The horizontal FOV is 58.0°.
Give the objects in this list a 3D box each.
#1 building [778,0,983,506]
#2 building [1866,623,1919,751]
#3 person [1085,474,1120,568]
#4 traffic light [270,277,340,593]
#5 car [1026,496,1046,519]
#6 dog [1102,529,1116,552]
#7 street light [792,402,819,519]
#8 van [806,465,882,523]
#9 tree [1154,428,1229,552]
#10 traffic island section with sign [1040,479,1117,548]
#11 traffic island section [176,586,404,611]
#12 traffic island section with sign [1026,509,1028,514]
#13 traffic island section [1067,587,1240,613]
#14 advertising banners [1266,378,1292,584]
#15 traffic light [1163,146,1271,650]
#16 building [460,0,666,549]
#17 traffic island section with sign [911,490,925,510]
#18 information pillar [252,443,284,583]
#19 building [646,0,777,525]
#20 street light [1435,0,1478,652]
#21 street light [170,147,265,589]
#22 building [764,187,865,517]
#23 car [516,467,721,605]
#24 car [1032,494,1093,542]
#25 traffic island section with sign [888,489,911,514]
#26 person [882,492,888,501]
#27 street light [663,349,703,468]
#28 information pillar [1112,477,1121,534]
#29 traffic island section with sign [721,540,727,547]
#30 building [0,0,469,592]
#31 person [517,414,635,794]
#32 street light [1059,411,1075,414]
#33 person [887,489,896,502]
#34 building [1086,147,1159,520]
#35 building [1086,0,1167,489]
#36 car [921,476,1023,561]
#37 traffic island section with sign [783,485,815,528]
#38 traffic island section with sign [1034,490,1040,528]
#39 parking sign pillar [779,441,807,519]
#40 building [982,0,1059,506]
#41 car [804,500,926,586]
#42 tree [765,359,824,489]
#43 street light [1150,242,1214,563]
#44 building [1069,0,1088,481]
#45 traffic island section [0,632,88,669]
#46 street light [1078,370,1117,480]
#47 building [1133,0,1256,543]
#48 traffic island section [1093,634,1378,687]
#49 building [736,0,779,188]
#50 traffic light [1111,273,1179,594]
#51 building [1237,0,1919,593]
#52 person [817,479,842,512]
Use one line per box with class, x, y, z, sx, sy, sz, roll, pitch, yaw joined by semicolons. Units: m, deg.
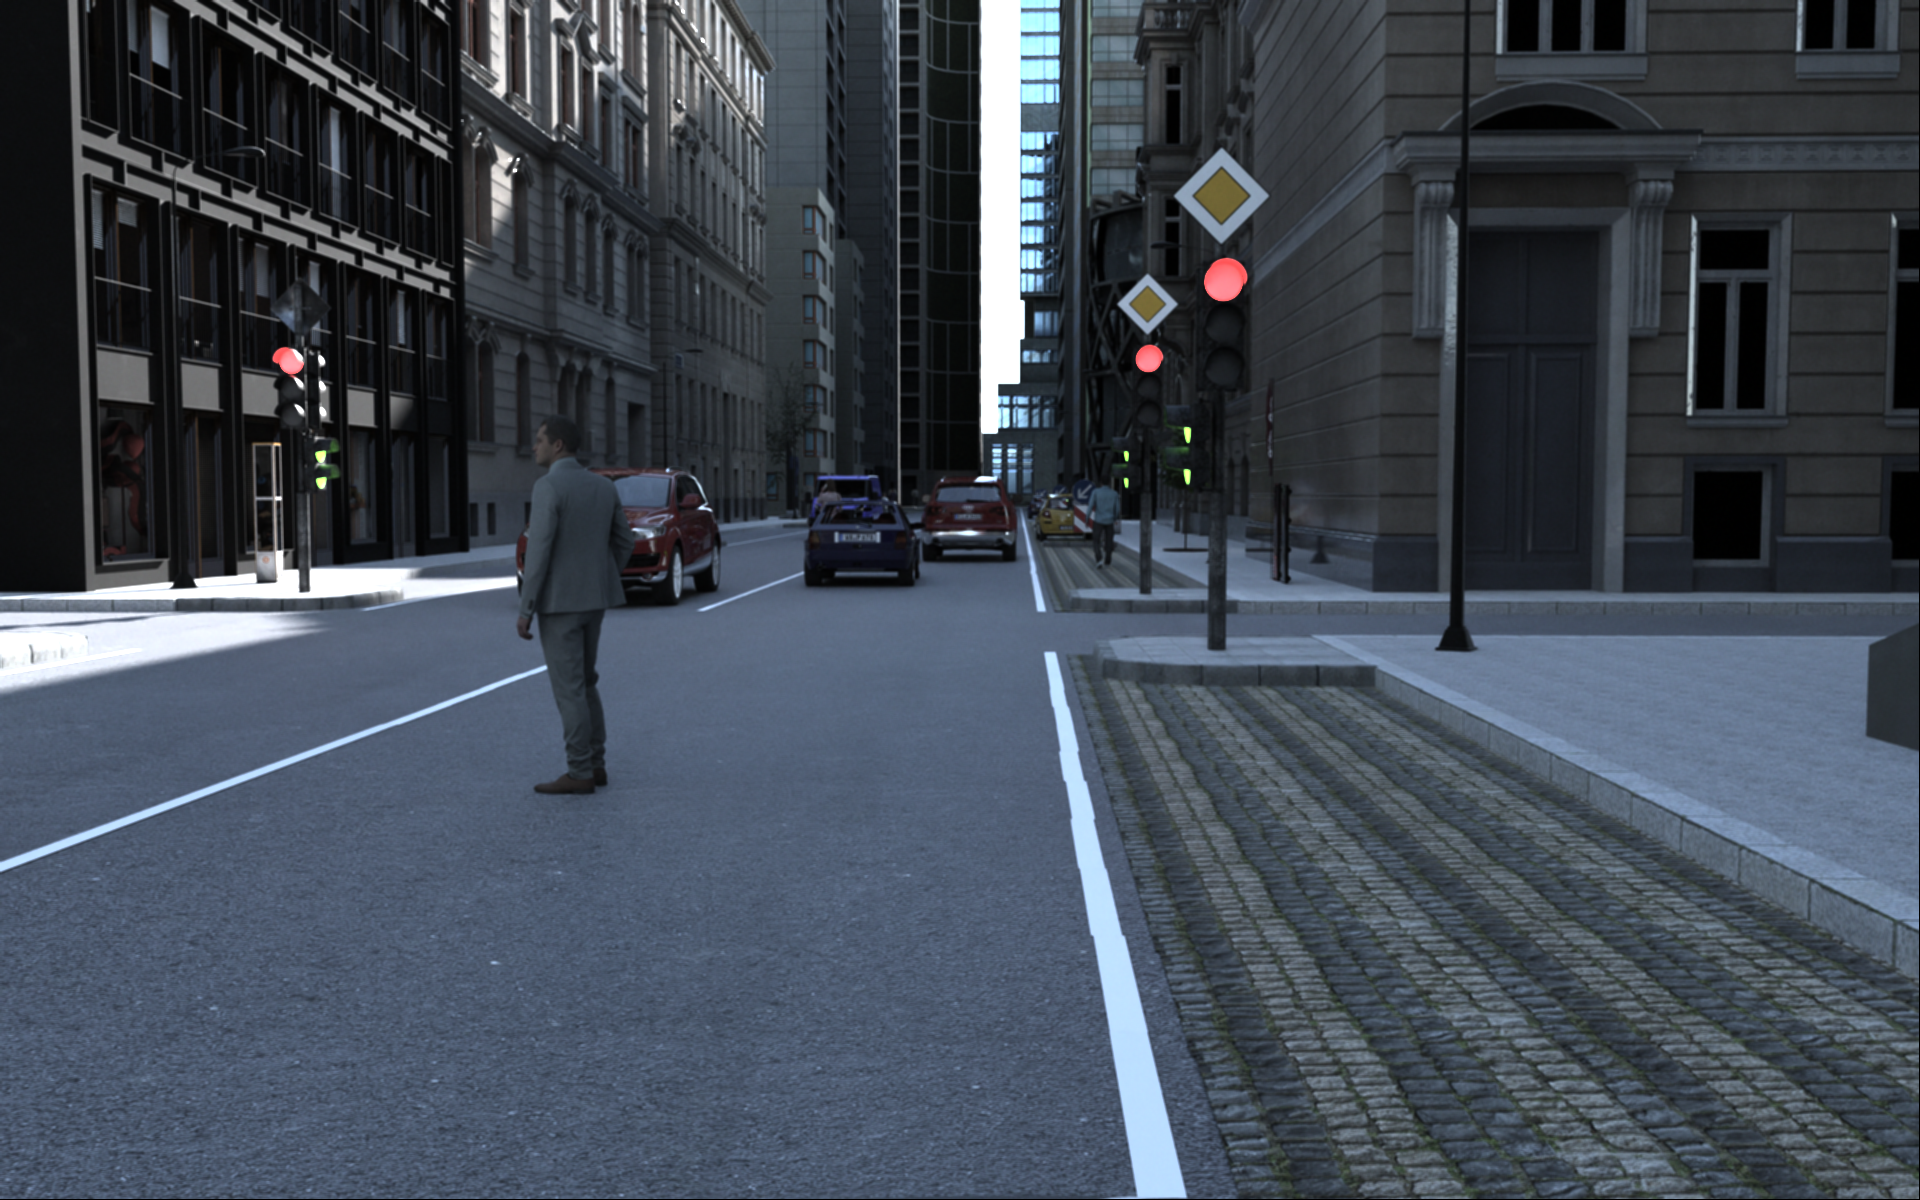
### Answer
building;-7.943;-46.021;190.692;20.611;71.187;20.563;0;4;2
building;20.668;-18.875;0.492;32.217;40.220;23.993;0;4;2
person;2.758;-1.519;33.349;0.660;1.820;0.620;-1;4;-10
traffic light;-8.539;-2.054;22.501;0.839;4.253;0.868;0;4;2
car;4.808;-5.390;100.706;1.945;1.354;3.894;0;4;1
dog;3.608;-1.605;43.083;0.513;0.831;0.800;2;4;33
street light;-7.829;-7.033;87.533;1.470;5.913;1.316;0;4;2
van;-3.603;-3.115;55.313;2.240;2.365;5.245;0;4;2
tree;5.209;-2.710;38.910;1.663;3.219;1.824;0;3;0
traffic island section with sign;3.245;-2.345;46.972;1.989;1.847;2.006;0;4;2
traffic island section;-8.579;-0.022;22.637;2.009;0.180;2.903;0;4;2
traffic island section with sign;5.823;-7.054;123.964;1.989;1.847;2.006;0;4;2
traffic island section;2.406;0.001;22.266;2.009;0.180;2.903;0;4;2
advertising banners;4.694;-1.798;25.581;0.090;3.025;2.074;0;4;2
traffic light;2.099;-1.544;14.173;0.839;4.253;0.868;0;4;2
building;-17.398;-16.048;49.779;14.401;28.519;23.554;0;4;2
traffic island section with sign;-3.912;-8.781;152.192;1.989;1.847;2.006;0;4;2
information pillar;-9.983;-1.254;24.997;0.304;2.012;0.304;0;4;-3
building;-15.696;-16.937;74.180;12.463;27.353;25.104;0;4;2
street light;3.549;-2.543;14.112;1.470;5.913;1.316;0;4;2
street light;-10.008;-3.108;23.355;1.470;5.913;1.316;0;4;2
building;-21.299;-16.372;112.730;27.650;21.520;28.899;0;4;2
car;-4.610;-0.937;23.986;2.281;1.827;5.304;0;4;1
car;3.230;-2.628;53.197;2.015;1.641;3.980;0;4;0
traffic island section with sign;-4.815;-7.126;125.142;1.989;1.847;2.006;0;4;2
person;-3.541;-4.172;79.316;0.503;1.515;0.523;-2;4;-34
street light;-8.900;-5.070;55.443;1.470;5.913;1.316;0;4;2
information pillar;5.003;-3.117;55.459;0.304;2.012;0.304;0;4;3
traffic island section with sign;-7.429;-2.360;47.216;1.989;1.847;2.006;0;4;2
building;-17.280;-12.250;29.971;12.332;23.373;15.834;0;4;2
person;-1.863;0.016;8.338;0.391;1.810;0.635;1;4;19
street light;6.233;-7.625;97.213;1.470;5.913;1.316;0;4;2
person;-4.273;-5.986;106.824;0.568;1.767;0.683;3;4;38
building;14.847;-13.526;88.597;16.820;18.784;16.811;0;4;2
building;14.790;-25.875;106.649;14.154;41.232;14.086;0;4;2
car;0.251;-1.827;38.550;2.281;1.827;5.304;0;4;2
traffic island section with sign;-6.516;-4.030;74.510;1.989;1.847;2.006;0;4;2
traffic island section with sign;4.139;-3.993;73.912;1.989;1.847;2.006;0;4;2
parking sign pillar;-8.613;-6.153;89.080;1.447;3.967;1.447;0;4;5
building;18.216;-53.673;190.232;31.000;86.520;22.319;0;4;2
car;-1.550;-0.964;28.336;1.945;1.354;3.894;0;4;1
tree;-9.404;-8.697;92.562;4.360;8.622;3.978;0;3;0
street light;4.200;-3.638;32.027;1.470;5.913;1.316;0;4;2
building;15.109;-28.811;121.170;14.600;45.320;14.200;0;4;2
traffic island section;-8.846;0.466;14.657;2.009;0.180;2.903;0;4;2
street light;5.272;-5.642;64.792;1.470;5.913;1.316;0;4;2
building;13.004;-14.526;56.591;14.460;24.649;34.723;0;4;2
traffic island section;2.139;0.489;14.286;2.009;0.180;2.903;0;4;2
building;-16.498;-44.220;161.241;20.611;71.187;20.563;0;4;2
traffic light;2.366;-2.033;22.154;0.839;4.253;0.868;0;4;2
building;15.313;-14.784;27.631;20.117;28.700;13.634;0;4;2
person;-2.617;-1.642;35.944;0.593;1.750;0.643;-2;4;-28
